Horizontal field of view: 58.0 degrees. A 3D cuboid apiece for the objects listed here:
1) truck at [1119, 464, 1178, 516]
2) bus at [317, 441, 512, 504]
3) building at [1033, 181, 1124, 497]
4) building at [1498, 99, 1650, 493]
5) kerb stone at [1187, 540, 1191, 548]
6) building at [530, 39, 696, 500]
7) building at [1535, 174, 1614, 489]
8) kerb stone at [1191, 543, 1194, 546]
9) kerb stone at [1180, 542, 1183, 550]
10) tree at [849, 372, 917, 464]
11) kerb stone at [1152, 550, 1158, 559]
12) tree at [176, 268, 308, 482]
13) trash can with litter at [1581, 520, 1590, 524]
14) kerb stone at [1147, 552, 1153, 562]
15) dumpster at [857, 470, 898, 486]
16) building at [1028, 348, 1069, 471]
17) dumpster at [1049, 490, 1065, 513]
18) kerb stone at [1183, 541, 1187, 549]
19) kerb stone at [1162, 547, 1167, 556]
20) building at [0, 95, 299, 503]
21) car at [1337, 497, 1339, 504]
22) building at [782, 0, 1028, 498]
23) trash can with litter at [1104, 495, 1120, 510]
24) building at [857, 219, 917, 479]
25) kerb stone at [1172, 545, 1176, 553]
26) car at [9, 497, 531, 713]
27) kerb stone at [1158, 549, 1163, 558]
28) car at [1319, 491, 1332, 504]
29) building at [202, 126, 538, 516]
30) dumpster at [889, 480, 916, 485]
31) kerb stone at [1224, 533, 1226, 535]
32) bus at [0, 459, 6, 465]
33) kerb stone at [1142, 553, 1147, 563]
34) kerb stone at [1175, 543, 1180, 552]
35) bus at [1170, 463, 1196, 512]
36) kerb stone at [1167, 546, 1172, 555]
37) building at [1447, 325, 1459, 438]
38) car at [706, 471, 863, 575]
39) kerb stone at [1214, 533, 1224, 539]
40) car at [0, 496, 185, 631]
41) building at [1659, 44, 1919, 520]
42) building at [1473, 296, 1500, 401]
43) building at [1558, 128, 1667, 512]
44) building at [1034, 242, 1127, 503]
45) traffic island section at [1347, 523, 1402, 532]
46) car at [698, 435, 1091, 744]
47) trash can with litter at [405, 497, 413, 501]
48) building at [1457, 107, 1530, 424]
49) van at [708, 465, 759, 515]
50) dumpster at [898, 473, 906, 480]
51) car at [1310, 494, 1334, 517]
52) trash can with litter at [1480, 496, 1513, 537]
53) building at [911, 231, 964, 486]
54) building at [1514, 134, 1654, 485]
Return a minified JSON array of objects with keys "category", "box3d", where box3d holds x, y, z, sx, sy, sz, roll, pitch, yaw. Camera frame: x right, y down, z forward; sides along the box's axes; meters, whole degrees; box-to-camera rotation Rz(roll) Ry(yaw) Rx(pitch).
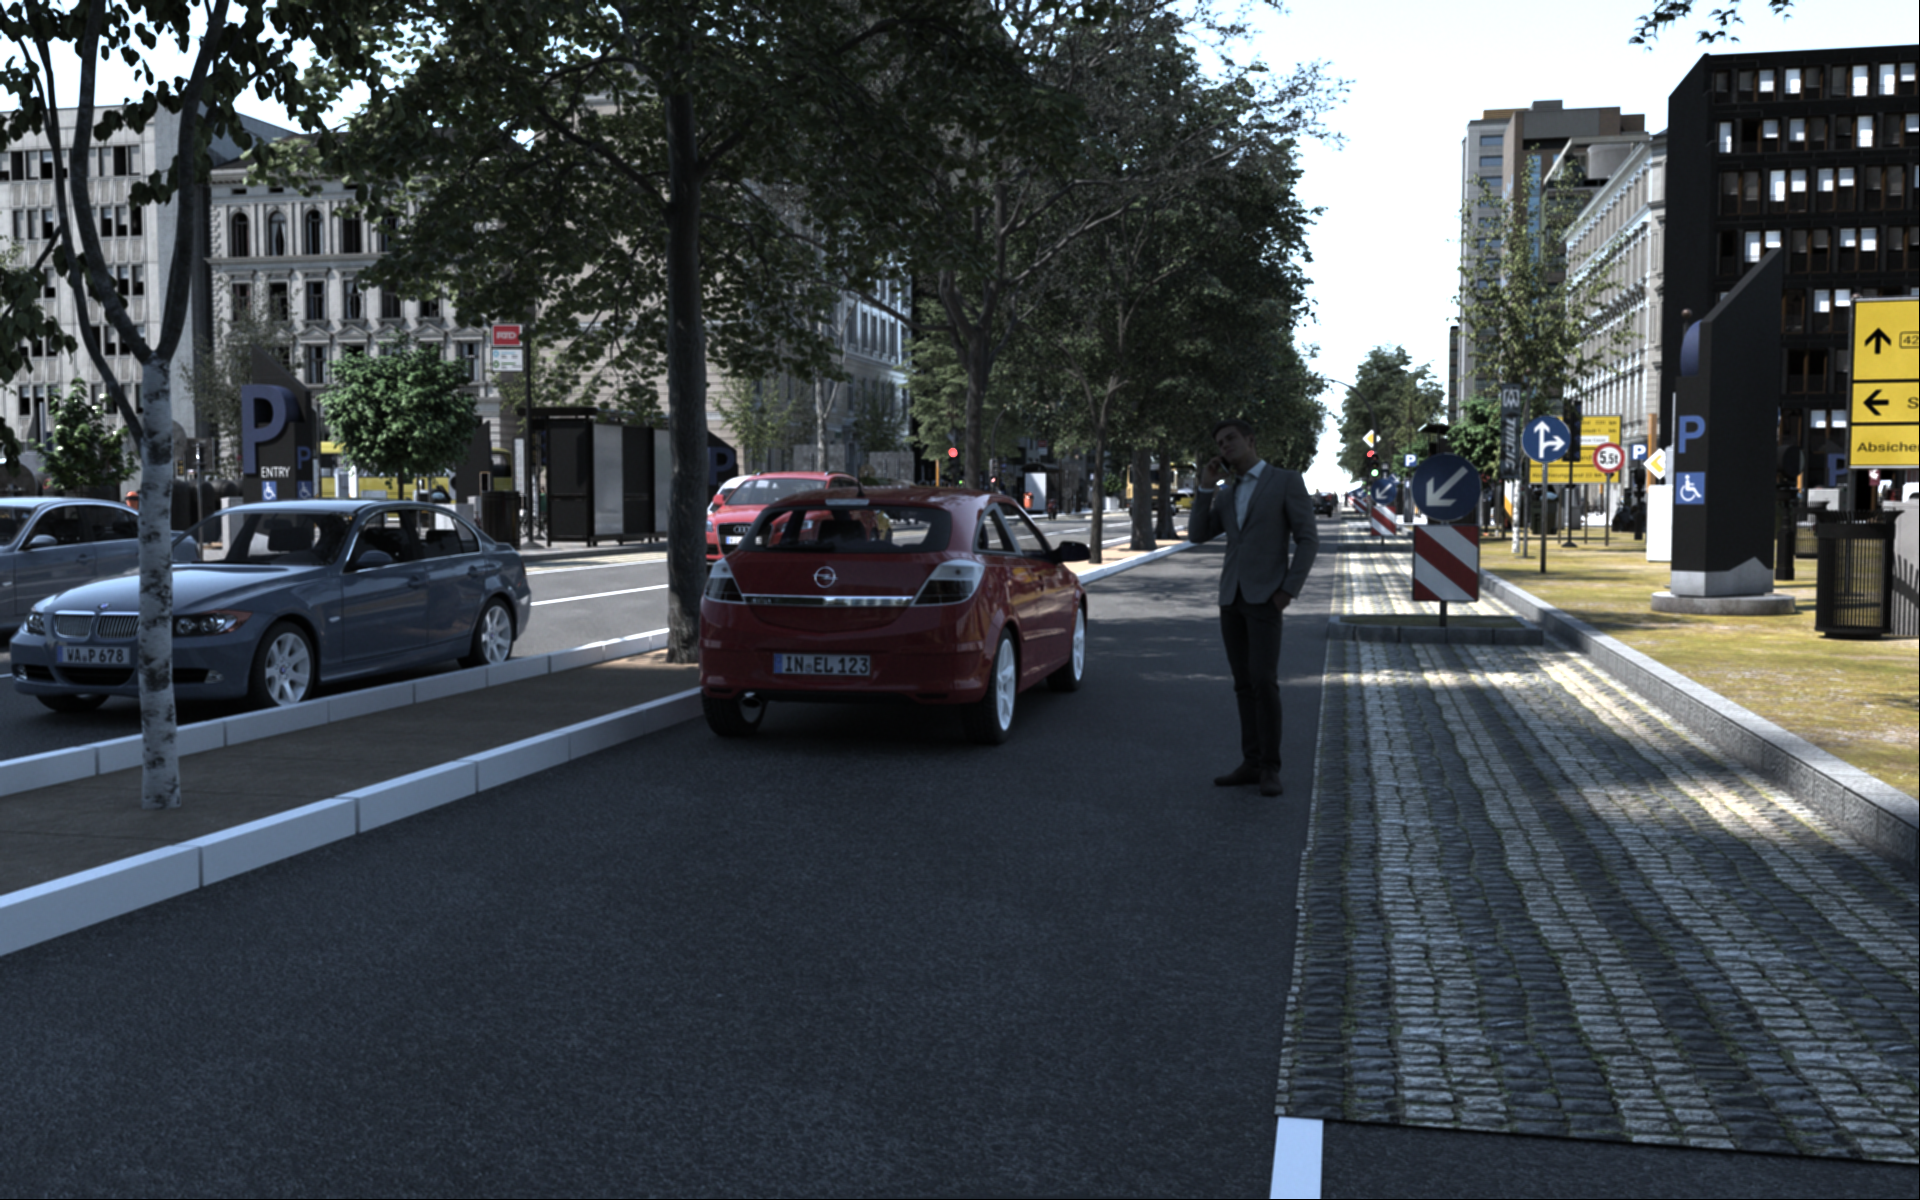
[{"category":"truck","box3d":[12.499,-7.143,112.708,3.469,3.379,9.791,1,4,12]},{"category":"bus","box3d":[-27.151,-5.482,81.177,12.252,3.916,2.896,1,4,13]},{"category":"building","box3d":[17.901,-42.886,290.421,28.713,52.752,27.495,1,4,12]},{"category":"building","box3d":[69.218,-33.443,196.908,14.600,45.320,14.200,1,4,12]},{"category":"kerb stone","box3d":[5.932,-1.445,45.849,0.120,0.150,1.000,1,4,12]},{"category":"building","box3d":[-15.896,-19.604,106.426,13.634,28.700,20.117,1,4,12]},{"category":"building","box3d":[60.647,-23.765,160.258,14.160,30.474,14.107,1,4,12]},{"category":"kerb stone","box3d":[6.146,-1.506,46.849,0.120,0.150,1.000,1,4,12]},{"category":"kerb stone","box3d":[5.478,-1.324,43.843,0.120,0.150,1.000,1,4,12]},{"category":"tree","box3d":[-4.972,-9.489,105.507,4.737,8.622,4.395,0,3,0]},{"category":"kerb stone","box3d":[4.149,-0.957,37.835,0.120,0.150,1.000,1,4,12]},{"category":"tree","box3d":[-23.272,-6.498,56.608,4.360,8.622,3.978,0,3,0]},{"category":"trash can with litter","box3d":[27.147,-3.991,76.318,2.233,1.210,1.678,-3,4,-38]},{"category":"kerb stone","box3d":[3.939,-0.895,36.834,0.120,0.150,1.000,1,4,12]},{"category":"dumpster","box3d":[-3.600,-4.134,70.089,1.502,2.255,1.985,1,4,12]},{"category":"building","box3d":[-3.646,-21.355,194.197,27.650,21.520,28.899,1,4,12]},{"category":"dumpster","box3d":[6.906,-7.020,120.539,1.264,1.857,1.865,1,4,12]},{"category":"kerb stone","box3d":[5.711,-1.385,44.844,0.120,0.150,1.000,1,4,12]},{"category":"kerb stone","box3d":[4.599,-1.077,39.830,0.120,0.150,1.000,1,4,12]},{"category":"building","box3d":[-54.007,-17.907,110.801,19.932,24.808,12.078,1,4,12]},{"category":"car","box3d":[56.338,-15.294,261.852,2.131,1.459,4.920,1,4,14]},{"category":"building","box3d":[-5.754,-33.292,168.027,21.300,48.544,21.600,1,4,12]},{"category":"trash can with litter","box3d":[11.998,-7.886,139.989,2.233,1.210,1.678,-1,4,-11]},{"category":"building","box3d":[-11.812,-20.821,126.325,13.634,28.700,20.117,1,4,12]},{"category":"kerb stone","box3d":[5.044,-1.196,41.844,0.120,0.150,1.000,1,4,12]},{"category":"car","box3d":[-4.800,-0.044,12.722,2.014,1.417,4.499,1,4,13]},{"category":"kerb stone","box3d":[4.382,-1.015,38.831,0.120,0.150,1.000,1,4,12]},{"category":"car","box3d":[45.297,-12.600,214.678,2.281,1.827,5.304,1,4,12]},{"category":"building","box3d":[-34.493,-16.956,106.117,19.941,23.489,11.050,1,4,12]},{"category":"dumpster","box3d":[-2.468,-4.044,71.874,1.264,1.857,1.865,1,4,12]},{"category":"kerb stone","box3d":[9.044,-2.305,59.879,0.120,0.150,1.000,1,4,12]},{"category":"bus","box3d":[-52.481,-5.601,86.433,13.247,3.499,2.948,1,4,11]},{"category":"kerb stone","box3d":[3.712,-0.833,35.838,0.120,0.150,1.000,1,4,12]},{"category":"kerb stone","box3d":[5.266,-1.260,42.843,0.120,0.150,1.000,1,4,12]},{"category":"bus","box3d":[17.125,-8.636,132.748,2.896,3.916,12.252,1,4,11]},{"category":"kerb stone","box3d":[4.827,-1.138,40.840,0.120,0.150,1.000,1,4,12]},{"category":"building","box3d":[89.578,-31.875,292.851,14.160,30.474,14.107,1,4,12]},{"category":"car","box3d":[-2.743,-1.210,28.451,2.281,1.827,5.304,1,4,11]},{"category":"kerb stone","box3d":[8.811,-2.244,58.883,0.120,0.150,1.000,1,4,12]},{"category":"car","box3d":[-9.514,-0.322,17.273,2.014,1.417,4.499,1,4,12]},{"category":"building","box3d":[45.874,-15.897,89.595,15.834,23.373,12.332,1,4,12]},{"category":"building","box3d":[81.287,-29.281,250.438,14.160,30.474,14.107,1,4,12]},{"category":"building","box3d":[53.568,-21.131,121.913,17.030,29.872,44.131,1,4,12]},{"category":"building","box3d":[10.321,-35.110,265.931,32.217,40.220,23.993,1,4,12]},{"category":"traffic island section","box3d":[16.203,-2.782,67.759,2.009,0.180,2.903,1,4,12]},{"category":"car","box3d":[-0.269,-0.152,11.534,2.155,1.783,4.494,1,4,13]},{"category":"trash can with litter","box3d":[-20.642,-3.333,65.884,1.055,1.170,0.624,-2,4,-28]},{"category":"building","box3d":[88.614,-44.516,269.842,21.231,58.520,28.212,1,4,12]},{"category":"van","box3d":[-4.182,-1.748,35.588,2.013,2.044,4.112,1,4,13]},{"category":"dumpster","box3d":[-3.135,-4.774,80.546,1.502,2.255,1.985,1,4,13]},{"category":"car","box3d":[22.256,-5.988,107.693,2.009,1.686,4.222,1,4,11]},{"category":"trash can with litter","box3d":[16.233,-2.564,52.981,1.678,1.210,2.233,1,4,19]},{"category":"building","box3d":[-7.387,-19.242,144.291,12.332,23.373,15.834,1,4,12]},{"category":"building","box3d":[73.477,-29.647,176.603,32.217,40.220,23.993,1,4,12]}]
